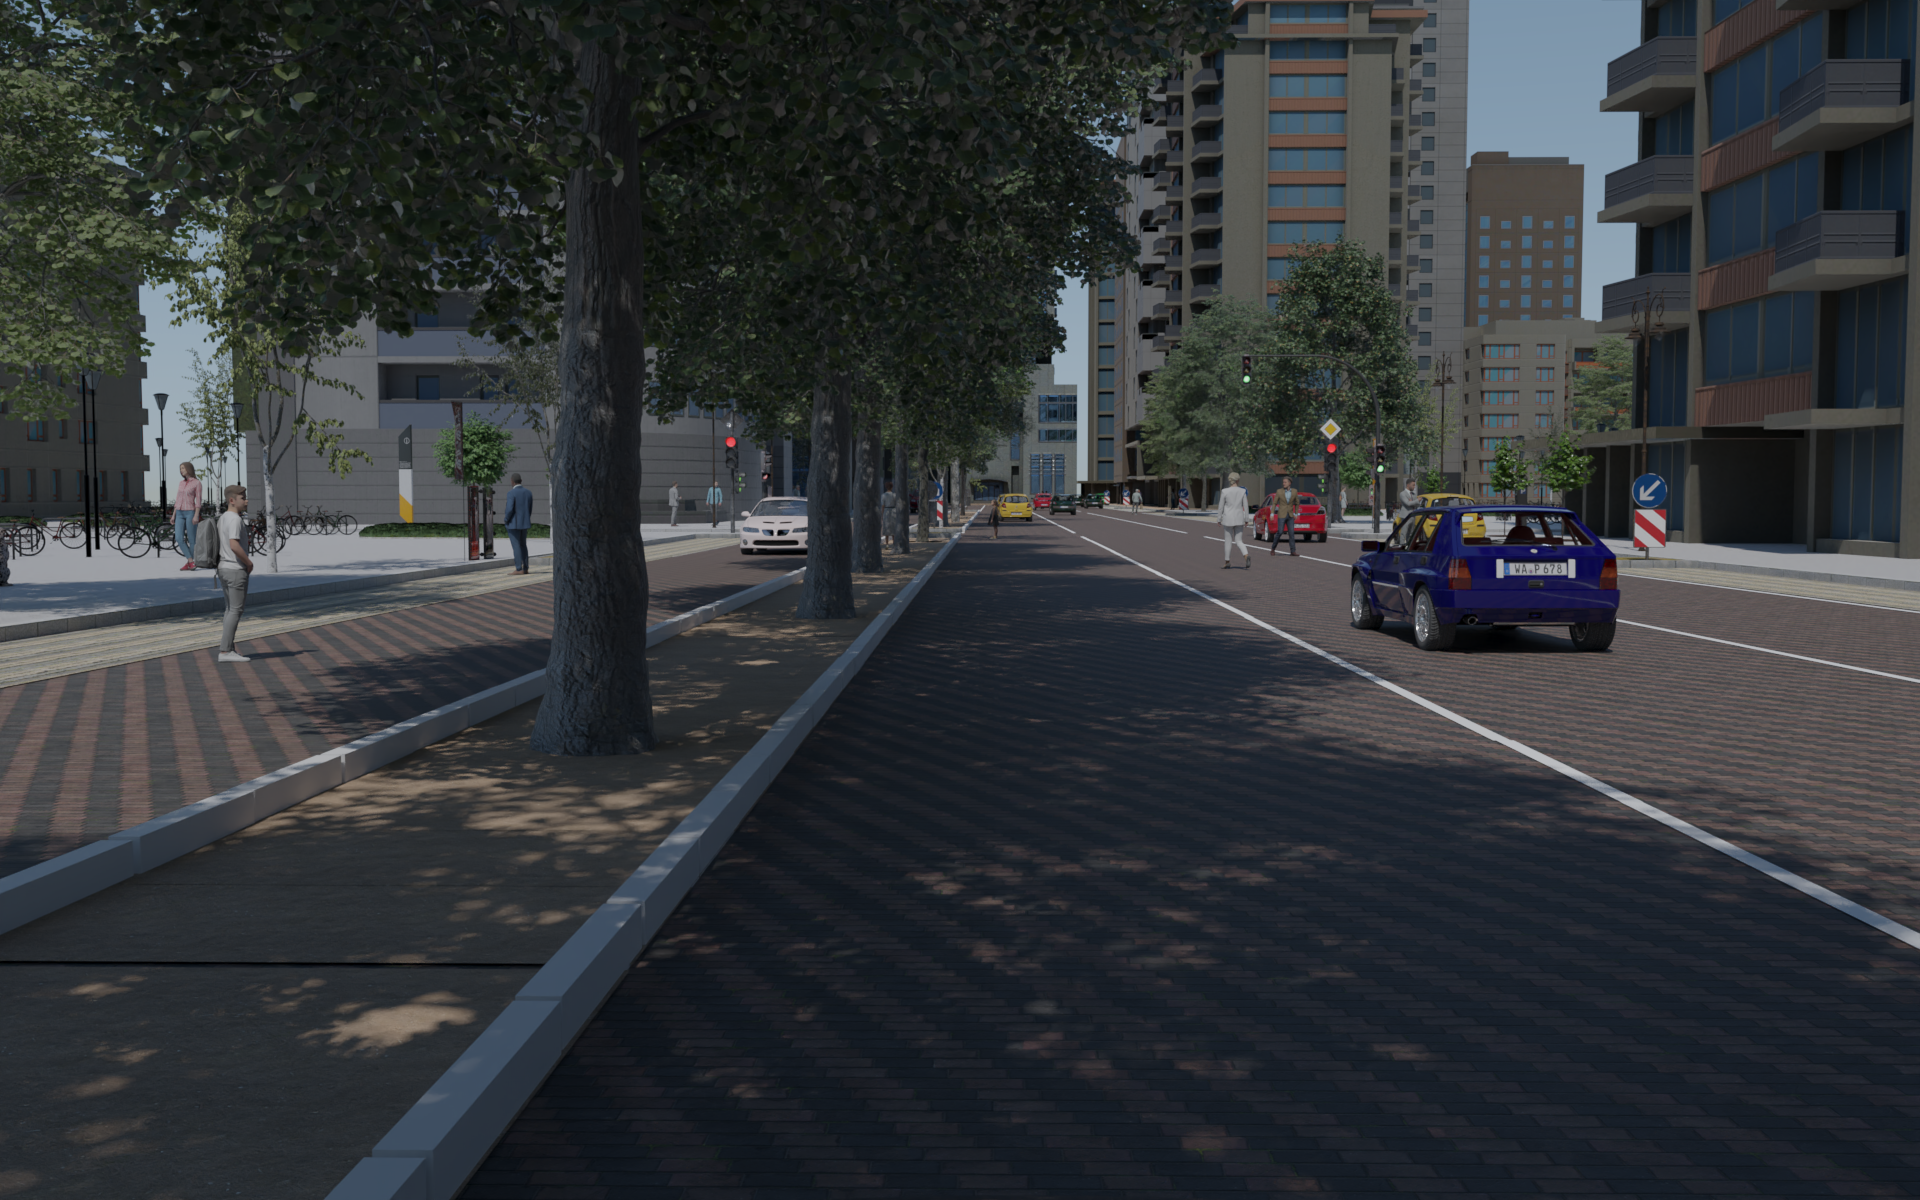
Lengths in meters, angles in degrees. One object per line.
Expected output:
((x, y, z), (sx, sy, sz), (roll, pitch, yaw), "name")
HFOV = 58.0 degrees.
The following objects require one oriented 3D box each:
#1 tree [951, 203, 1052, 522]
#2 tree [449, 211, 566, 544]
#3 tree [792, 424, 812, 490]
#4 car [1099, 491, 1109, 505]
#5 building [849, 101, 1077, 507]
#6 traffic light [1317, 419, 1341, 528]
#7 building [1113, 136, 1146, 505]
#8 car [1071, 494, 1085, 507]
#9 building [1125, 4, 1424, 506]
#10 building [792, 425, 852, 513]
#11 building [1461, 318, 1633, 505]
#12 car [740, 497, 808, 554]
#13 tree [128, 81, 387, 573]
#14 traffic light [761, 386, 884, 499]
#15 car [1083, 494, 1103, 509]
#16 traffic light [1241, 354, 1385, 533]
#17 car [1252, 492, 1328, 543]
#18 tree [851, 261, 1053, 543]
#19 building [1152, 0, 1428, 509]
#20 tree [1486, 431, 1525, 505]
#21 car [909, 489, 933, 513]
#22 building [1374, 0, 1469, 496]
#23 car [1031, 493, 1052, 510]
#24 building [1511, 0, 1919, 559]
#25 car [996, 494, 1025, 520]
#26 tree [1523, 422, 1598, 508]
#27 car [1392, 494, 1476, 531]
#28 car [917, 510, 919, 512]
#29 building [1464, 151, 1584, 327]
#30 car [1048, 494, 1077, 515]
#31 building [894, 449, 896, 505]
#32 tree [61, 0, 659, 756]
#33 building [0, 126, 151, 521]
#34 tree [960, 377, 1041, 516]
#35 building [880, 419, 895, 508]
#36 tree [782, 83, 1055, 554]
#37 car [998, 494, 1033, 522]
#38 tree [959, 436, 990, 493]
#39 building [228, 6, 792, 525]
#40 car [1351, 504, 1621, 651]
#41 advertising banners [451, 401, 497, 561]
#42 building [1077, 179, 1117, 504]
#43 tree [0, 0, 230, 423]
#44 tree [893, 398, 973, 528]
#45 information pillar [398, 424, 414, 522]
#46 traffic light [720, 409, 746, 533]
((-1.422, -14.026, 87.670), (12.611, 20.169, 13.585), (0, 3, 0), "tree")
((-10.701, -5.755, 44.456), (4.360, 8.622, 3.978), (0, 3, 0), "tree")
((-9.313, -9.469, 105.183), (4.360, 8.622, 3.978), (0, 3, 0), "tree")
((16.211, -11.668, 199.568), (1.959, 1.807, 4.718), (0, 4, 1), "car")
((-0.082, -56.265, 232.601), (31.000, 86.520, 22.319), (0, 4, 1), "building")
((13.751, -4.623, 64.503), (0.839, 4.253, 0.868), (0, 4, 1), "traffic light")
((25.980, -34.119, 207.951), (14.600, 45.320, 14.200), (0, 4, 1), "building")
((12.573, -10.884, 187.738), (2.009, 1.686, 4.222), (0, 4, 0), "car")
((32.203, -36.500, 186.008), (28.713, 52.752, 27.495), (0, 4, 1), "building")
((-18.510, -49.510, 122.154), (22.319, 86.520, 31.000), (0, 4, 1), "building")
((71.324, -21.788, 201.281), (28.899, 21.520, 27.650), (0, 4, 1), "building")
((-4.267, -1.852, 42.637), (2.083, 1.381, 4.827), (0, 4, 1), "car")
((-11.141, -4.735, 27.782), (4.737, 8.622, 4.395), (0, 3, 0), "tree")
((-5.213, -5.518, 64.894), (4.771, 5.953, 1.251), (0, 4, 1), "traffic light")
((13.104, -9.795, 169.941), (2.009, 1.686, 4.222), (0, 4, 1), "car")
((11.501, -5.000, 56.420), (4.771, 5.953, 1.251), (0, 4, 1), "traffic light")
((10.014, -2.670, 52.700), (2.155, 1.783, 4.494), (0, 4, 3), "car")
((-1.000, -7.502, 50.868), (9.928, 11.665, 9.643), (0, 3, 0), "tree")
((29.017, -30.760, 157.546), (22.147, 44.769, 28.867), (0, 4, 1), "building")
((16.241, -3.497, 51.770), (1.663, 3.219, 1.824), (0, 3, 0), "tree")
((-2.687, -7.497, 131.254), (2.281, 1.827, 5.304), (0, 4, 2), "car")
((55.234, -48.504, 231.291), (20.611, 71.187, 20.563), (0, 4, 1), "building")
((7.339, -8.808, 153.045), (2.155, 1.783, 4.494), (0, 4, 0), "car")
((28.438, -23.623, 40.866), (22.147, 44.769, 28.867), (0, 4, 1), "building")
((2.785, -5.384, 98.252), (2.015, 1.641, 3.980), (0, 4, -1), "car")
((16.366, -3.195, 46.832), (1.663, 3.219, 1.824), (0, 3, 0), "tree")
((13.235, -2.314, 48.054), (2.015, 1.641, 3.980), (0, 4, -1), "car")
((-2.535, -7.789, 137.580), (2.015, 1.641, 3.980), (0, 4, 0), "car")
((72.682, -35.418, 229.200), (14.200, 45.320, 14.600), (0, 4, 1), "building")
((7.025, -6.655, 118.589), (2.009, 1.686, 4.222), (0, 4, 1), "car")
((-13.560, -32.987, 189.440), (14.600, 45.320, 14.200), (0, 4, 1), "building")
((-2.060, -6.135, 9.416), (9.857, 13.997, 8.962), (0, 3, 0), "tree")
((-58.671, -14.370, 79.986), (28.899, 21.520, 27.650), (0, 4, 1), "building")
((0.211, -12.254, 113.182), (12.009, 13.543, 11.850), (0, 3, 0), "tree")
((-14.046, -24.695, 175.468), (14.160, 30.474, 14.107), (0, 4, 1), "building")
((-1.494, -7.393, 41.459), (7.486, 12.596, 7.792), (0, 3, 0), "tree")
((2.873, -4.922, 90.699), (2.015, 1.641, 3.980), (0, 4, -1), "car")
((0.325, -10.334, 121.788), (4.737, 8.622, 4.395), (0, 3, 0), "tree")
((-20.451, -33.188, 84.622), (21.231, 58.520, 28.212), (0, 4, 1), "building")
((5.073, -0.282, 17.195), (1.945, 1.354, 3.894), (0, 4, -1), "car")
((-9.403, -2.281, 33.479), (0.090, 3.025, 2.074), (0, 4, 6), "advertising banners")
((29.868, -35.362, 232.788), (28.867, 44.769, 22.147), (0, 4, 1), "building")
((-11.551, -6.102, 17.888), (7.486, 12.596, 7.792), (0, 3, 0), "tree")
((-0.739, -6.950, 66.452), (4.360, 8.622, 3.978), (0, 3, 0), "tree")
((-18.581, -4.084, 58.121), (0.504, 3.616, 0.183), (1, 4, 17), "information pillar")
((-7.463, -4.159, 56.916), (0.839, 4.253, 0.868), (0, 4, 1), "traffic light")
